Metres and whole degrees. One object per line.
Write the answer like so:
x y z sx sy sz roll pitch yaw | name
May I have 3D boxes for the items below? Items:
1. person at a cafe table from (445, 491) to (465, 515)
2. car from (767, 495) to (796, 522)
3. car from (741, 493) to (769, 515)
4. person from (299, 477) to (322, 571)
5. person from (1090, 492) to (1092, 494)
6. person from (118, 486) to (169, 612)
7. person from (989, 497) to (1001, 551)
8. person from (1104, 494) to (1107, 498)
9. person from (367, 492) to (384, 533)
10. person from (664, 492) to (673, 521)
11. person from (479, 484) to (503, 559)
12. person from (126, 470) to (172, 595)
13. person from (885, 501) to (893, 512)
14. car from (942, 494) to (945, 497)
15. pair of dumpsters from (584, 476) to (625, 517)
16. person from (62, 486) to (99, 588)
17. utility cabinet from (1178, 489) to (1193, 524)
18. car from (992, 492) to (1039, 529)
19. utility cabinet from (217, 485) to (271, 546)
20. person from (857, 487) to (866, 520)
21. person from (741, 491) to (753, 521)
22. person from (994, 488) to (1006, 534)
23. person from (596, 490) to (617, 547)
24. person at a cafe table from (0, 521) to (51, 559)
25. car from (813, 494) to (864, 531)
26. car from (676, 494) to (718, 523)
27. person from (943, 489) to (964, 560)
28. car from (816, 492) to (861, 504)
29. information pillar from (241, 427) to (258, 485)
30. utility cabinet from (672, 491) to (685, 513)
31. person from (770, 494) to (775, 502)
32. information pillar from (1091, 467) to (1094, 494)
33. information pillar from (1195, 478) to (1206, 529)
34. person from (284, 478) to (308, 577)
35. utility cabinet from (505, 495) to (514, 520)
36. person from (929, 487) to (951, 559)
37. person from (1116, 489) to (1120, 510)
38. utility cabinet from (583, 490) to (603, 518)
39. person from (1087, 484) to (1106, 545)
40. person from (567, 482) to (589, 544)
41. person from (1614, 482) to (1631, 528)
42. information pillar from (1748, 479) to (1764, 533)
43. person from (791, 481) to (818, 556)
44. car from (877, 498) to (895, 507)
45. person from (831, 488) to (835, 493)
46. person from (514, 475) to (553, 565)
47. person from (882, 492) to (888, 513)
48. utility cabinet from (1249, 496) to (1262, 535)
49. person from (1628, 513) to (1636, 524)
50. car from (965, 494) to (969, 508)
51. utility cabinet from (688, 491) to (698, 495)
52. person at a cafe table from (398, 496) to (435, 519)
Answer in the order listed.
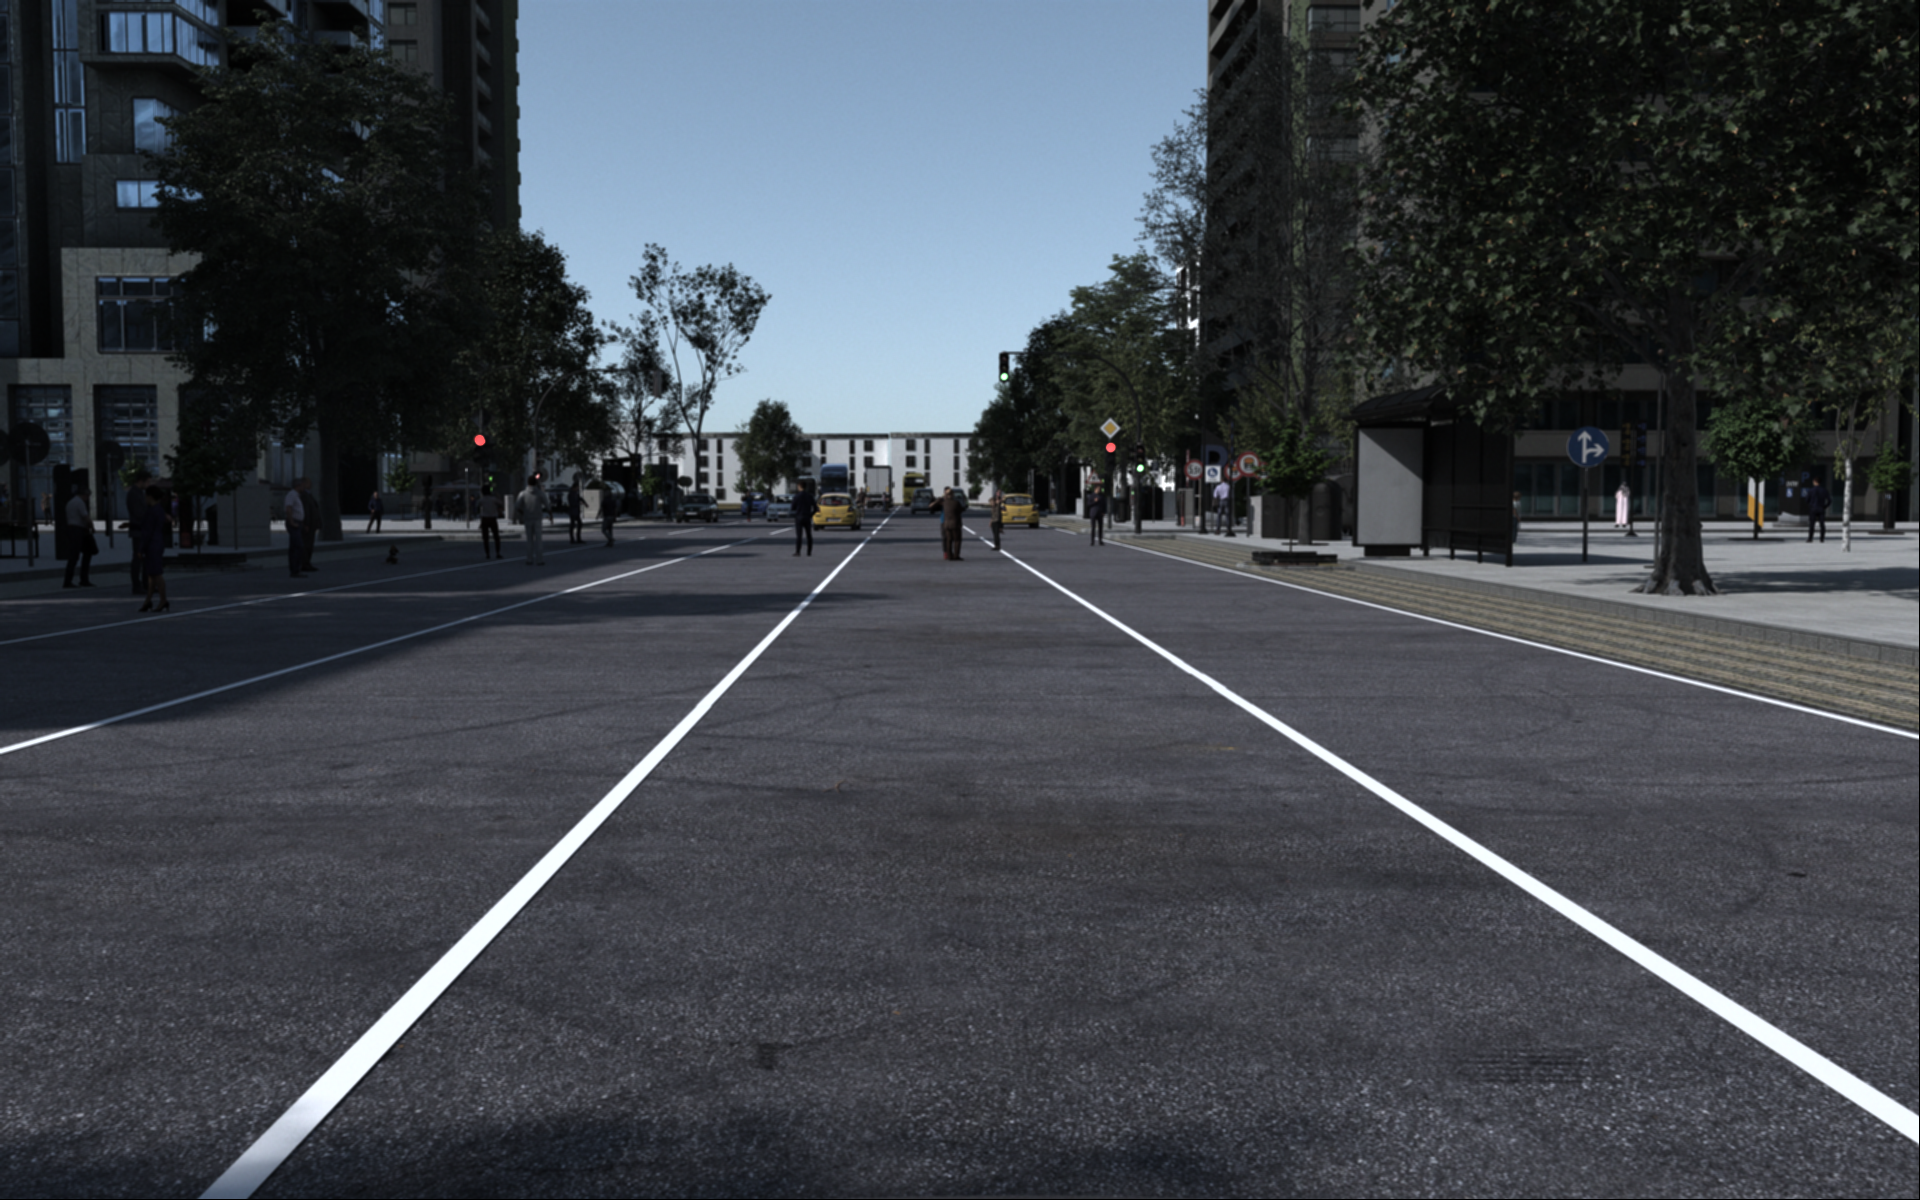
-31.666 -6.076 107.849 1.622 1.524 1.698 0 4 -8 | person at a cafe table
-9.050 -4.807 90.599 2.014 1.417 4.499 0 3 0 | car
-14.139 -6.730 119.634 1.945 1.707 3.694 0 4 -2 | car
-12.101 -1.417 32.219 0.434 1.755 0.990 -1 4 -13 | person
9.792 -7.638 131.049 0.598 1.807 0.434 -1 4 -16 | person
-9.918 -0.621 21.028 0.546 1.535 0.453 -2 4 -25 | person
0.902 -1.932 44.002 0.435 1.345 0.340 3 5 40 | person
15.979 -11.376 192.067 0.705 1.821 1.348 3 5 40 | person
-19.619 -2.865 58.033 0.574 1.496 0.600 -1 4 -17 | person
-15.116 -4.840 89.846 0.429 1.552 0.499 1 4 14 | person
-10.422 -1.742 38.447 0.517 1.644 0.566 3 4 38 | person
-11.594 -0.969 24.796 0.568 1.767 0.683 -1 4 -17 | person
-5.608 -7.306 135.883 0.695 0.859 0.347 -1 4 -22 | person
-0.992 -9.110 159.172 2.015 1.641 3.980 0 4 0 | car
-19.210 -5.570 93.560 1.574 2.255 4.437 0 4 -1 | pair of dumpsters
-13.452 -0.963 26.450 0.614 1.554 0.590 3 5 43 | person
9.694 -3.885 72.203 1.173 1.500 0.318 0 4 3 | utility cabinet
2.369 -3.834 72.908 2.015 1.641 3.980 0 4 -2 | car
-17.491 -2.056 42.296 1.173 1.500 0.318 -2 4 -29 | utility cabinet
-5.576 -5.431 97.433 0.598 1.807 0.434 3 4 38 | person
-11.173 -4.942 91.168 0.647 1.594 0.662 -3 5 -44 | person
1.462 -3.241 62.963 0.593 1.643 0.415 3 4 36 | person
-9.548 -2.211 46.856 0.569 1.553 0.471 -1 4 -19 | person
-19.429 -1.599 34.661 1.698 1.524 1.622 3 4 37 | person at a cafe table
-4.879 -3.597 69.029 2.015 1.641 3.980 0 4 0 | car
-13.186 -4.716 86.897 2.009 1.686 4.222 0 4 -1 | car
-0.160 -1.631 37.431 0.482 1.546 0.388 3 4 37 | person
-5.817 -4.475 82.198 2.155 1.783 4.494 0 4 0 | car
-21.853 -3.790 53.321 0.504 3.616 0.183 -1 4 -12 | information pillar
-20.655 -7.180 126.066 1.173 1.500 0.318 0 4 4 | utility cabinet
-12.723 -6.391 116.221 0.776 1.435 0.726 2 4 23 | person
10.239 -8.657 132.895 0.504 3.616 0.183 0 4 -4 | information pillar
8.929 -3.666 64.438 0.304 2.012 0.304 -3 4 -36 | information pillar
-11.459 -1.257 29.998 0.436 1.711 0.756 0 4 -3 | person
-22.439 -4.661 87.373 0.306 1.237 1.020 3 5 43 | utility cabinet
-0.339 -1.703 38.221 0.647 1.594 0.662 -2 4 -29 | person
8.326 -5.013 90.212 0.429 1.552 0.499 0 4 -1 | person
-19.074 -4.971 89.961 1.173 1.500 0.318 2 4 31 | utility cabinet
3.820 -2.383 48.376 0.541 1.710 0.530 0 4 -4 | person
-10.962 -2.500 49.825 0.568 1.767 0.683 1 4 8 | person
25.426 -3.651 66.413 0.551 1.740 0.621 0 4 -5 | person
26.295 -4.023 57.134 0.504 3.616 0.183 2 4 25 | information pillar
-3.648 -1.892 40.145 0.576 1.737 0.504 -3 4 -37 | person
-8.283 -11.024 192.608 2.083 1.381 4.827 0 4 -2 | car
-8.124 -6.302 111.672 0.598 1.807 0.434 1 4 23 | person
-8.574 -1.609 34.962 0.875 1.805 0.789 -1 4 -11 | person
-5.801 -7.517 133.364 0.435 1.587 0.963 -1 4 -21 | person
9.479 -2.637 54.279 0.306 1.237 1.020 -2 4 -29 | utility cabinet
28.340 -3.617 73.464 0.655 0.850 0.859 2 4 27 | person
-0.077 -10.113 174.139 1.959 1.807 4.718 0 4 -2 | car
-19.979 -7.396 129.605 0.318 1.500 1.173 1 4 14 | utility cabinet
-27.815 -4.766 88.783 1.726 1.238 1.698 -1 4 -13 | person at a cafe table
